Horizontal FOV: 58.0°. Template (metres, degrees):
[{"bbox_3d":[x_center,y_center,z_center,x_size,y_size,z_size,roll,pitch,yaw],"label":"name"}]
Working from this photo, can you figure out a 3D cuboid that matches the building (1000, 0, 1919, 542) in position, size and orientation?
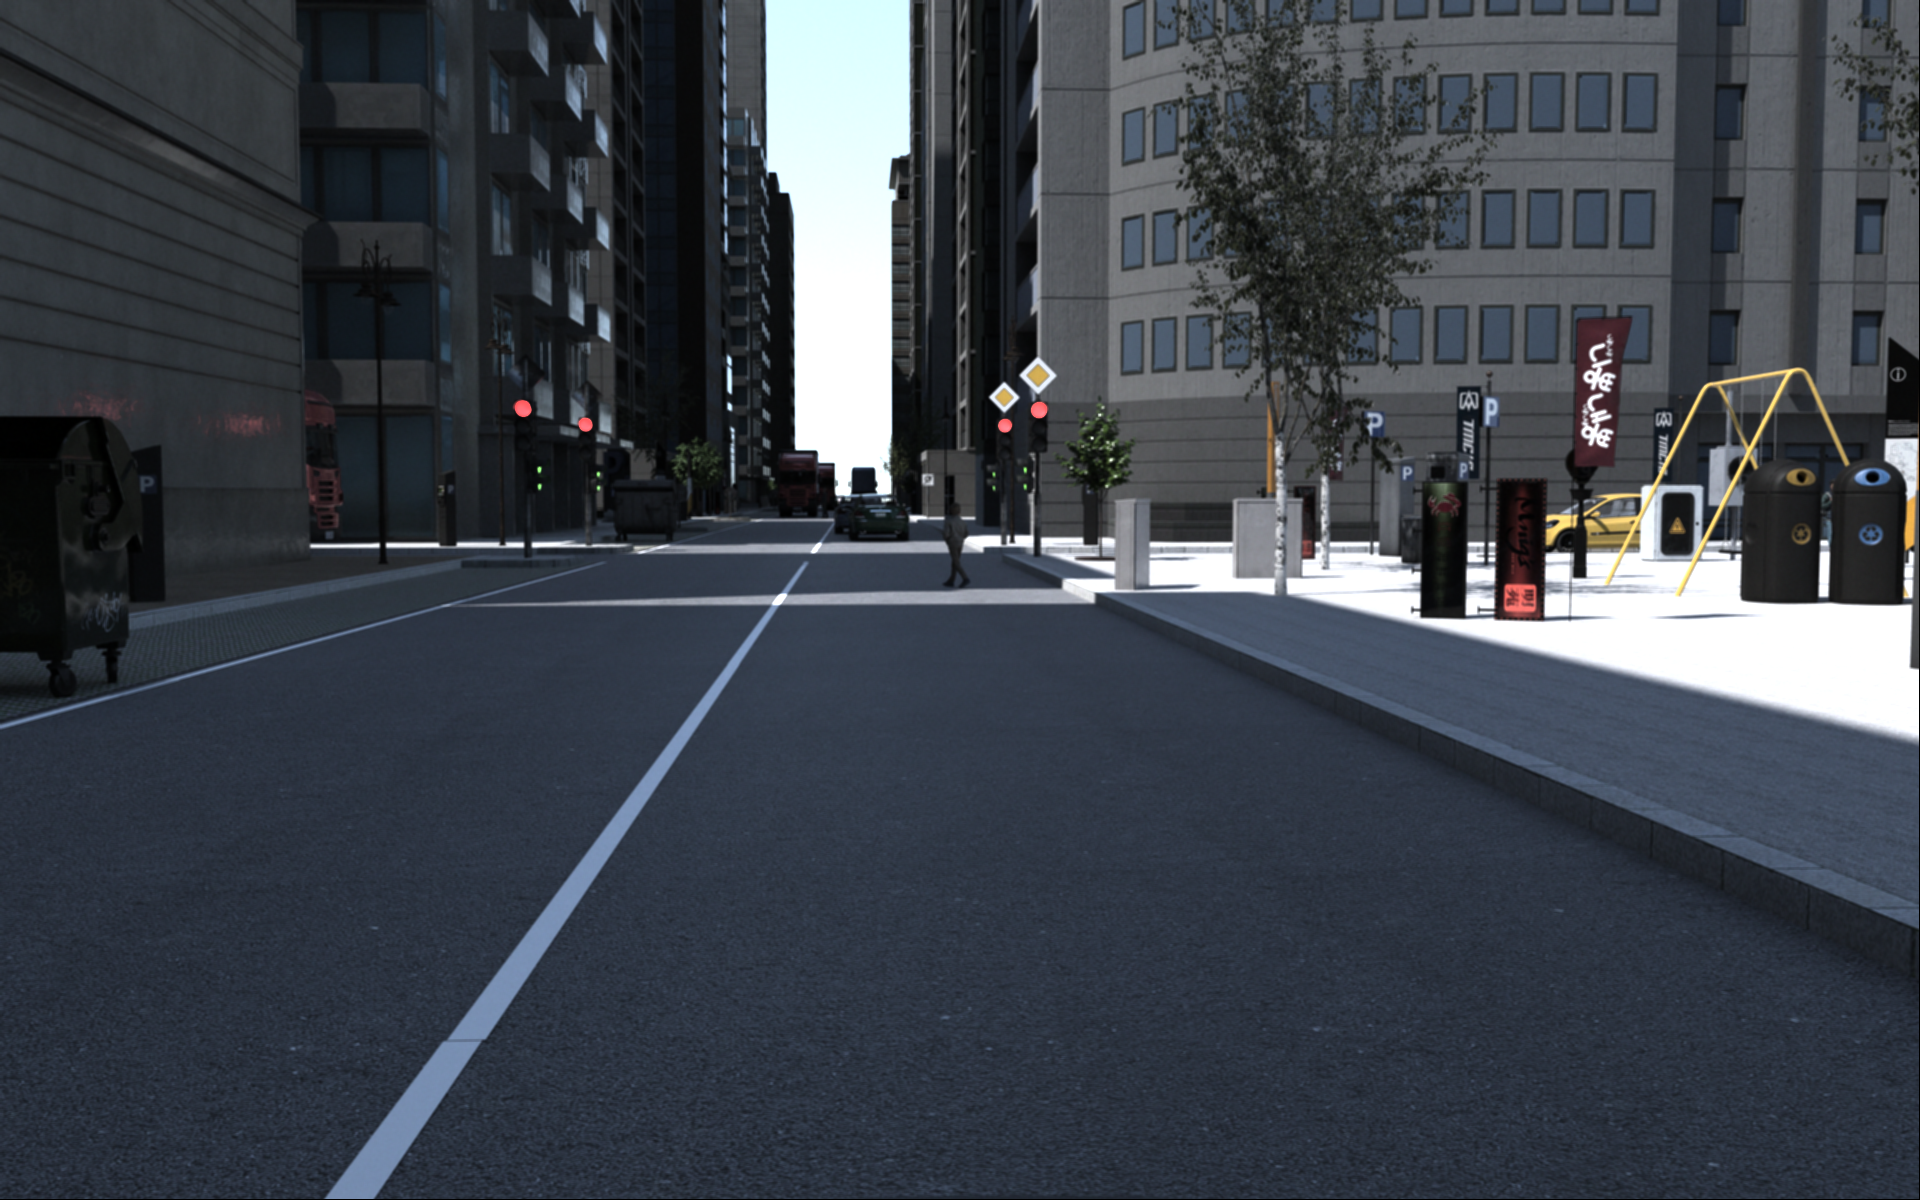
[{"bbox_3d":[16.062,-31.345,54.487,28.212,58.520,21.231,0,4,-3],"label":"building"}]

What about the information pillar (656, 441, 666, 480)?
[{"bbox_3d":[-13.292,-5.230,76.863,0.183,3.616,0.504,3,5,42],"label":"information pillar"}]

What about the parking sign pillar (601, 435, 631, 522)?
[{"bbox_3d":[-15.607,-5.523,78.778,1.447,3.967,1.447,2,4,32],"label":"parking sign pillar"}]

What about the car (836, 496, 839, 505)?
[{"bbox_3d":[-13.878,-10.759,184.712,1.959,1.807,4.718,0,4,-4],"label":"car"}]

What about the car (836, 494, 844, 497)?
[{"bbox_3d":[-16.735,-13.998,240.866,2.014,1.417,4.499,0,4,-4],"label":"car"}]

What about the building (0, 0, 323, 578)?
[{"bbox_3d":[-26.395,-11.718,24.878,30.059,22.955,16.112,0,4,-3],"label":"building"}]

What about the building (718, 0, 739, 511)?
[{"bbox_3d":[-29.683,-50.894,144.785,22.319,86.520,31.000,0,4,-3],"label":"building"}]

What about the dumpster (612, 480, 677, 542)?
[{"bbox_3d":[-9.458,-2.683,52.084,1.865,1.857,1.264,0,4,-3],"label":"dumpster"}]

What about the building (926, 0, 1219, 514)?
[{"bbox_3d":[7.706,-36.788,143.490,21.231,58.520,28.212,0,4,-3],"label":"building"}]

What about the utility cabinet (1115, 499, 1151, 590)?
[{"bbox_3d":[2.340,-0.757,23.533,0.306,1.237,1.020,1,4,17],"label":"utility cabinet"}]

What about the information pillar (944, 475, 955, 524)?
[{"bbox_3d":[-0.408,-3.875,67.854,0.304,2.012,0.304,-2,4,-31],"label":"information pillar"}]

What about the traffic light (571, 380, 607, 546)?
[{"bbox_3d":[-9.158,-3.290,42.711,0.839,4.253,0.868,0,4,-3],"label":"traffic light"}]

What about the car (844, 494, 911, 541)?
[{"bbox_3d":[-2.593,-2.630,54.791,2.131,1.459,4.920,0,4,-5],"label":"car"}]

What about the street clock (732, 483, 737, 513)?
[{"bbox_3d":[-15.278,-6.909,117.527,0.358,2.002,0.471,-1,4,-20],"label":"street clock"}]

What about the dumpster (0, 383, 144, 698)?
[{"bbox_3d":[-7.128,-0.458,12.433,1.985,2.255,1.502,0,4,-5],"label":"dumpster"}]

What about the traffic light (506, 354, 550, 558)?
[{"bbox_3d":[-8.675,-2.802,34.741,0.839,4.253,0.868,0,4,-3],"label":"traffic light"}]

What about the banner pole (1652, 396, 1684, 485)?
[{"bbox_3d":[18.115,-3.315,44.222,0.863,3.779,0.401,1,4,21],"label":"banner pole"}]

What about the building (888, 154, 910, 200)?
[{"bbox_3d":[3.744,-41.285,264.251,28.713,52.752,27.495,0,4,-3],"label":"building"}]

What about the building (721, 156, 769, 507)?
[{"bbox_3d":[-35.796,-29.446,173.325,32.217,40.220,23.993,0,4,-3],"label":"building"}]

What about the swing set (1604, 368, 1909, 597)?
[{"bbox_3d":[10.491,-1.559,23.111,2.862,2.851,3.119,0,4,3],"label":"swing set"}]

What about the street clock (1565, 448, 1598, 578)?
[{"bbox_3d":[9.458,-1.334,26.381,0.471,2.002,0.358,1,4,14],"label":"street clock"}]

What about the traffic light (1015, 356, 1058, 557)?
[{"bbox_3d":[1.566,-2.841,35.375,0.839,4.253,0.868,0,4,-3],"label":"traffic light"}]

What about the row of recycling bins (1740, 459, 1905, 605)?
[{"bbox_3d":[11.008,-0.795,20.104,3.534,1.692,1.069,2,4,24],"label":"row of recycling bins"}]

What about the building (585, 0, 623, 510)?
[{"bbox_3d":[-27.341,-40.592,101.932,20.563,71.187,20.611,0,4,-3],"label":"building"}]

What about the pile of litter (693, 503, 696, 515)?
[{"bbox_3d":[-16.098,-5.515,104.136,1.719,0.858,1.176,-1,4,-12],"label":"pile of litter"}]

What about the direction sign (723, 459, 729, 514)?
[{"bbox_3d":[-15.124,-7.330,111.845,0.379,3.537,0.876,-1,4,-15],"label":"direction sign"}]

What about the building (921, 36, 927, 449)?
[{"bbox_3d":[3.460,-31.491,164.988,14.600,45.320,14.200,0,4,-3],"label":"building"}]

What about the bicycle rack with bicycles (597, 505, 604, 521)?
[{"bbox_3d":[-18.038,-4.300,83.685,2.925,0.926,2.852,3,5,45],"label":"bicycle rack with bicycles"}]

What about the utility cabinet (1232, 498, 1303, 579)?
[{"bbox_3d":[4.689,-0.933,26.422,1.020,1.237,0.306,0,4,-6],"label":"utility cabinet"}]

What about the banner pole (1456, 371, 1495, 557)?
[{"bbox_3d":[10.541,-2.774,35.377,0.863,3.779,0.401,1,4,13],"label":"banner pole"}]

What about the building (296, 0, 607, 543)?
[{"bbox_3d":[-23.957,-26.714,56.377,23.786,49.044,30.456,0,4,-3],"label":"building"}]

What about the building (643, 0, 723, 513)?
[{"bbox_3d":[-24.591,-28.961,123.622,14.600,45.320,14.200,0,4,-3],"label":"building"}]

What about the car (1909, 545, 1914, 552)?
[{"bbox_3d":[24.476,-1.922,40.106,5.304,1.827,2.281,0,4,-4],"label":"car"}]

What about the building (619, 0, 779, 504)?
[{"bbox_3d":[-35.003,-49.092,240.903,20.563,71.187,20.611,0,4,-3],"label":"building"}]

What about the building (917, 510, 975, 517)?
[{"bbox_3d":[8.064,-40.409,98.947,20.563,71.187,20.611,0,4,-3],"label":"building"}]

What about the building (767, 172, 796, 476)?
[{"bbox_3d":[-36.080,-39.079,262.645,21.300,48.544,21.600,0,4,-3],"label":"building"}]

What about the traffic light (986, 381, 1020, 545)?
[{"bbox_3d":[1.084,-3.329,43.345,0.839,4.253,0.868,0,4,-3],"label":"traffic light"}]

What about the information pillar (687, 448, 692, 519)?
[{"bbox_3d":[-13.731,-5.906,87.923,0.183,3.616,0.504,-2,4,-30],"label":"information pillar"}]

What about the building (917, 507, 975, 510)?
[{"bbox_3d":[4.616,-45.519,182.487,20.563,71.187,20.611,0,4,-3],"label":"building"}]

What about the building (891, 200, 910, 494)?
[{"bbox_3d":[-2.653,-34.225,243.168,14.154,41.232,14.086,0,4,-3],"label":"building"}]

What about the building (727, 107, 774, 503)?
[{"bbox_3d":[-35.365,-36.478,216.025,23.786,49.044,30.456,0,4,-3],"label":"building"}]

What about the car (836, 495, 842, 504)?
[{"bbox_3d":[-14.691,-11.708,203.779,2.083,1.381,4.827,0,4,-3],"label":"car"}]

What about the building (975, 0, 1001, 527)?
[{"bbox_3d":[7.530,-18.538,74.799,14.160,30.474,14.107,0,4,-3],"label":"building"}]

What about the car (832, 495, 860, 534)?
[{"bbox_3d":[-3.733,-3.187,64.114,2.014,1.417,4.499,0,4,-2],"label":"car"}]

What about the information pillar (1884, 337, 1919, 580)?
[{"bbox_3d":[14.036,-2.108,25.823,0.504,3.616,0.183,1,4,22],"label":"information pillar"}]

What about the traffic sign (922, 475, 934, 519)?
[{"bbox_3d":[-1.640,-5.305,88.868,0.606,2.300,0.079,0,3,0],"label":"traffic sign"}]

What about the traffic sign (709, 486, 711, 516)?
[{"bbox_3d":[-14.287,-6.045,98.941,0.768,2.556,0.104,0,4,4],"label":"traffic sign"}]

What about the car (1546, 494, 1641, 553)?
[{"bbox_3d":[15.512,-1.919,41.604,3.980,1.641,2.015,0,4,-2],"label":"car"}]

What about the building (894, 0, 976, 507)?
[{"bbox_3d":[1.761,-48.130,225.173,20.563,71.187,20.611,0,4,-3],"label":"building"}]
